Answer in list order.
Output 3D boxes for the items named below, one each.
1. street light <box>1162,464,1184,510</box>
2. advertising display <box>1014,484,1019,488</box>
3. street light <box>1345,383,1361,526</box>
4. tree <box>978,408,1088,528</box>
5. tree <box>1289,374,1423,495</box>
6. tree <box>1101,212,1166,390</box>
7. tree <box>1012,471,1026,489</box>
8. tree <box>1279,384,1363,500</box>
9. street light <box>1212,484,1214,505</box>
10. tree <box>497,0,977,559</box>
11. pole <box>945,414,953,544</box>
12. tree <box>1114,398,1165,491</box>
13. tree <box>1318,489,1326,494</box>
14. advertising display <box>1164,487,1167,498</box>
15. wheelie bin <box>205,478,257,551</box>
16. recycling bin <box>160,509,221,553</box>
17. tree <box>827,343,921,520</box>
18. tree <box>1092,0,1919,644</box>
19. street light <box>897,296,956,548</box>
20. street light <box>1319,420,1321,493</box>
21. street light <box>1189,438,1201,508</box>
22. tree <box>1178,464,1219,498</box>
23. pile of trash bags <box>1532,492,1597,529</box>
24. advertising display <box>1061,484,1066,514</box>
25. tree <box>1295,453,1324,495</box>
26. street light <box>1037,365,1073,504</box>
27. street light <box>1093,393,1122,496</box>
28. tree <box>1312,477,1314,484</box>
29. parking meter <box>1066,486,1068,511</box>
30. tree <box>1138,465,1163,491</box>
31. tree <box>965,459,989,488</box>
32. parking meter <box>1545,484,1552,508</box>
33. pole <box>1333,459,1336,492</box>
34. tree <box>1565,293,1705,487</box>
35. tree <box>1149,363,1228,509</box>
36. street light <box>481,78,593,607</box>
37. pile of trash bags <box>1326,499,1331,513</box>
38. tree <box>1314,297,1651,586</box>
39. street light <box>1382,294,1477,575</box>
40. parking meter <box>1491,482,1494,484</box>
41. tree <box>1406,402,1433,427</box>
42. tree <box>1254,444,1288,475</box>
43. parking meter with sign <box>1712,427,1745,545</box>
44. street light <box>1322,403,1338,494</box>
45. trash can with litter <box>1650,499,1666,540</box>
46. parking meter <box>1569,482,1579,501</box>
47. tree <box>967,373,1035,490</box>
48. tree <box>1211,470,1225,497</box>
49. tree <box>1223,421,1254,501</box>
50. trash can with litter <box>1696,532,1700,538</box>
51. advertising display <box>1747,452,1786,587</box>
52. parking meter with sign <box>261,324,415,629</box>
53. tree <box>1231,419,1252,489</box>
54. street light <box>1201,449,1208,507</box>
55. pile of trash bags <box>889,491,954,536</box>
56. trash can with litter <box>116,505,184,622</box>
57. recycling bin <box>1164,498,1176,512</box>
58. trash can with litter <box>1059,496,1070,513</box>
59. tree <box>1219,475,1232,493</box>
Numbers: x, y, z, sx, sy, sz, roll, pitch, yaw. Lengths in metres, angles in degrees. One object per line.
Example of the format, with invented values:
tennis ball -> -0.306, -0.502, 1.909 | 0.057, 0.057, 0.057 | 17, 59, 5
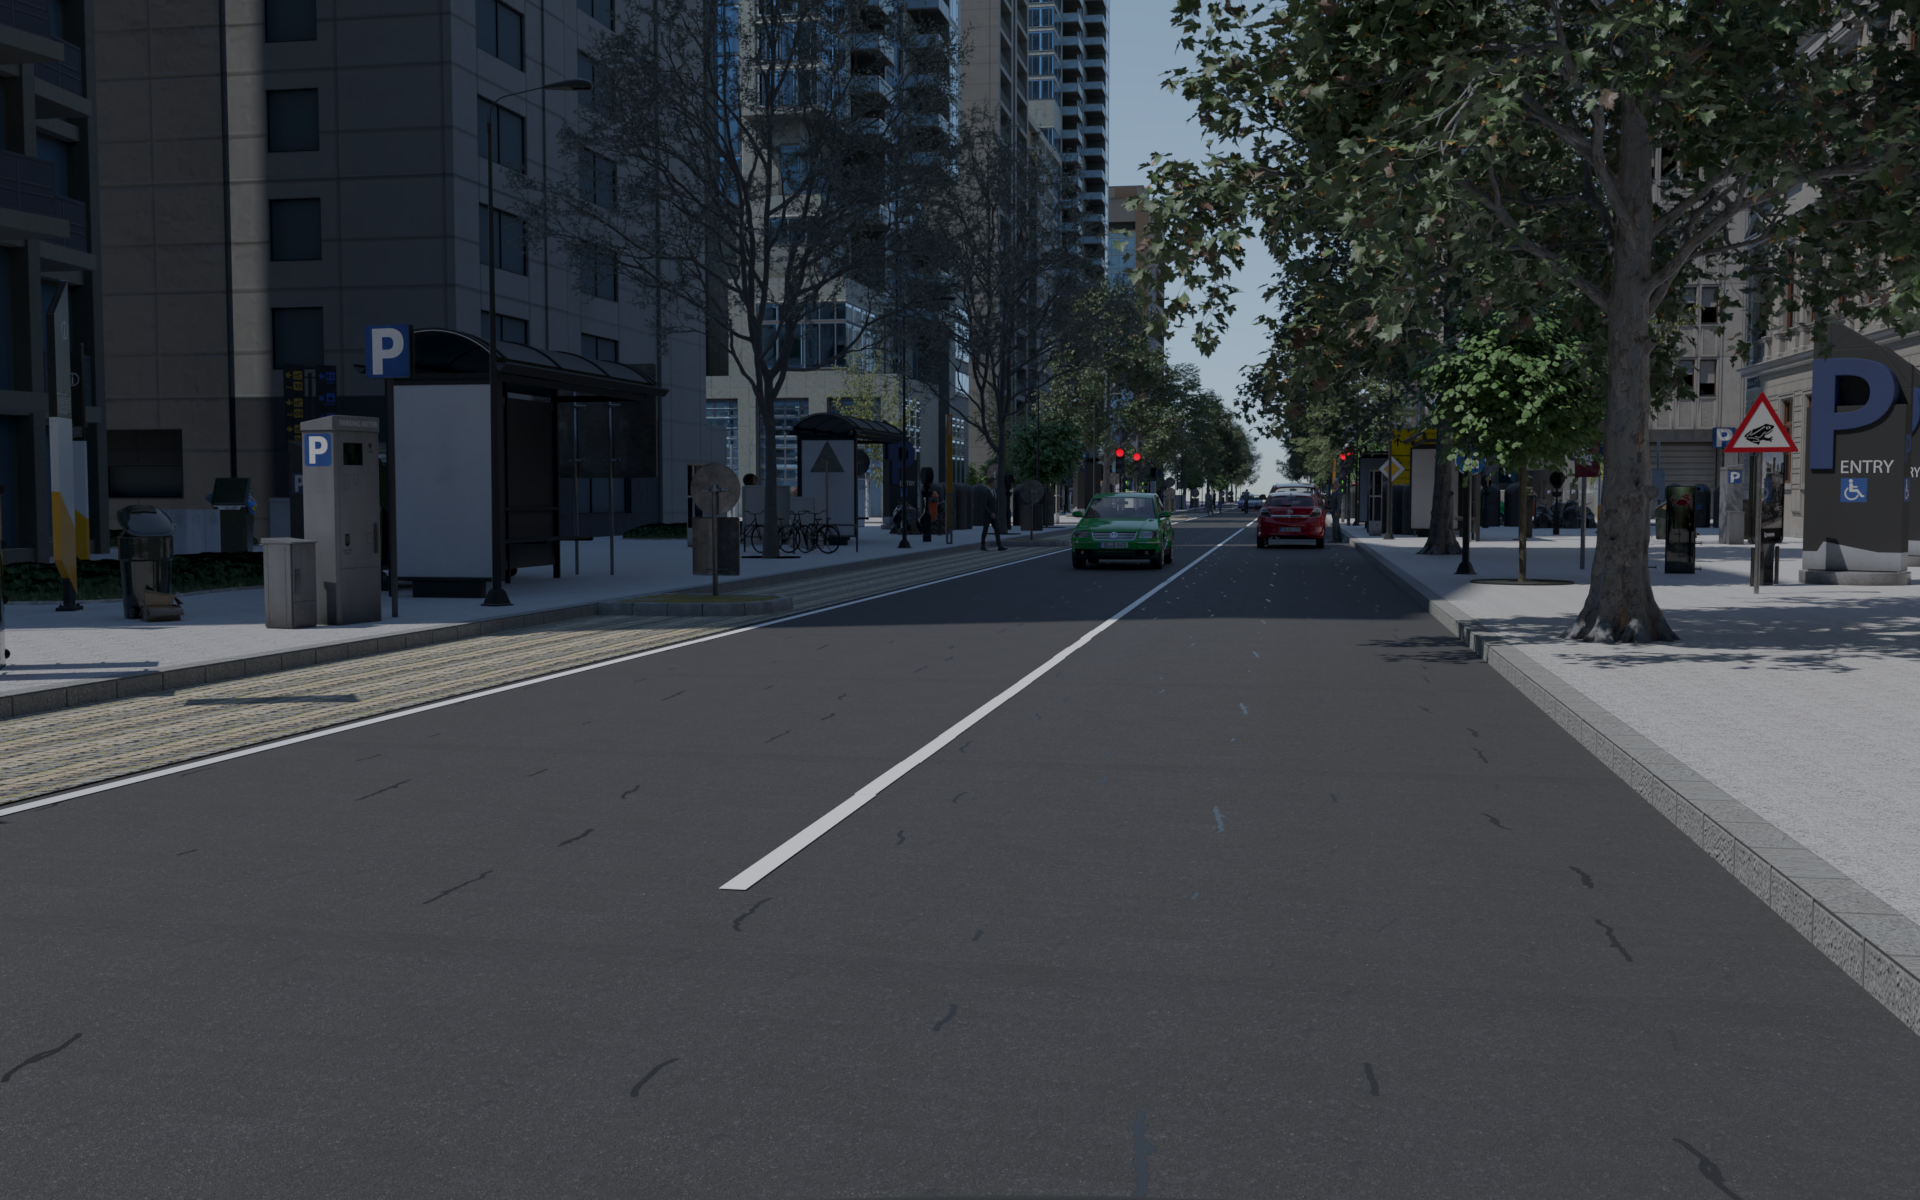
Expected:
street light -> 14.894, -9.169, 122.462 | 1.470, 5.913, 1.316 | 1, 4, 11
advertising display -> 3.688, -6.617, 113.406 | 0.123, 1.923, 0.974 | 1, 4, 15
street light -> 11.565, -4.663, 48.777 | 1.470, 5.913, 1.316 | 1, 4, 11
tree -> 3.253, -5.024, 65.852 | 4.285, 4.588, 4.351 | 0, 3, 0
tree -> 21.391, -10.725, 93.487 | 7.486, 12.596, 7.792 | 0, 3, 0
tree -> 1.191, -8.811, 54.428 | 12.009, 13.543, 11.850 | 0, 3, 0
tree -> 4.247, -7.569, 118.354 | 1.663, 3.219, 1.824 | 0, 3, 0
tree -> 26.173, -11.577, 123.699 | 7.601, 10.594, 8.767 | -1, 4, -15
street light -> 25.203, -12.460, 176.262 | 1.470, 5.913, 1.316 | 1, 4, 11
tree -> -3.766, -7.563, 34.024 | 12.009, 13.543, 11.850 | 0, 3, 0
pole -> -0.281, -3.091, 44.381 | 0.158, 3.312, 0.155 | 0, 3, 0
tree -> 12.460, -10.273, 118.319 | 4.360, 8.622, 3.978 | 0, 3, 0
tree -> 41.671, -12.459, 198.297 | 1.663, 3.219, 1.824 | 0, 3, 0
advertising display -> 16.023, -8.143, 138.358 | 0.974, 1.923, 0.123 | 2, 4, 27
wheelie bin -> -13.958, -1.549, 33.236 | 0.980, 1.594, 0.693 | 0, 4, -8
recycling bin -> -12.752, -0.984, 28.635 | 0.722, 1.027, 0.722 | 1, 4, 22
tree -> -4.296, -8.189, 84.246 | 4.737, 8.622, 4.395 | 0, 3, 0
tree -> 5.961, -5.993, 14.995 | 9.611, 12.733, 9.660 | 0, 3, 0
street light -> -0.785, -4.171, 40.736 | 1.470, 5.913, 1.316 | 1, 4, 11
street light -> 18.985, -7.050, 87.804 | 1.470, 5.913, 1.316 | 1, 4, 11
street light -> 18.934, -10.461, 143.574 | 1.470, 5.913, 1.316 | 1, 4, 11
tree -> 22.805, -11.424, 170.489 | 4.285, 4.588, 4.351 | 0, 3, 0
pile of trash bags -> 22.140, -3.358, 64.650 | 3.447, 1.369, 1.912 | -3, 4, -36
advertising display -> 6.821, -6.633, 113.656 | 0.123, 1.923, 0.974 | -1, 4, -9
tree -> 34.687, -13.258, 167.127 | 4.737, 8.622, 4.395 | 0, 3, 0
street light -> 3.346, -5.485, 62.226 | 1.470, 5.913, 1.316 | 1, 4, 11
street light -> 6.741, -6.563, 79.839 | 1.470, 5.913, 1.316 | 1, 4, 11
tree -> 19.687, -6.036, 82.402 | 4.285, 4.588, 4.351 | 0, 3, 0
parking meter -> 7.717, -7.406, 126.794 | 0.399, 1.863, 0.255 | 2, 4, 26
tree -> 12.356, -7.267, 113.414 | 1.663, 3.219, 1.824 | 0, 3, 0
tree -> 0.679, -6.203, 96.025 | 1.663, 3.219, 1.824 | 0, 3, 0
parking meter -> 33.989, -5.770, 100.052 | 0.399, 1.863, 0.255 | 1, 4, 14
pole -> 21.481, -6.456, 99.406 | 0.158, 3.312, 0.155 | 0, 3, 0
tree -> 22.590, -6.706, 60.013 | 4.737, 8.622, 4.395 | 0, 3, 0
tree -> 19.032, -14.162, 149.675 | 7.486, 12.596, 7.792 | 0, 3, 0
street light -> -4.789, -2.879, 19.616 | 1.470, 5.913, 1.316 | 1, 4, 11
pile of trash bags -> 26.852, -6.692, 119.160 | 1.912, 1.369, 3.447 | -3, 5, -44
tree -> 8.066, -2.519, 24.892 | 4.285, 4.588, 4.351 | 0, 3, 0
street light -> 7.561, -3.371, 27.657 | 1.470, 5.913, 1.316 | 1, 4, 11
parking meter -> 23.145, -4.287, 75.796 | 0.399, 1.863, 0.255 | -2, 4, -32
tree -> 30.964, -10.054, 114.749 | 4.360, 8.622, 3.978 | 0, 3, 0
tree -> 48.888, -19.899, 235.724 | 12.009, 13.543, 11.850 | 0, 3, 0
parking meter with sign -> 19.779, -2.948, 44.453 | 0.543, 3.016, 1.738 | 1, 4, 10
street light -> 15.477, -5.956, 69.914 | 1.470, 5.913, 1.316 | 1, 4, 11
trash can with litter -> 19.568, -2.284, 48.734 | 1.055, 1.170, 0.624 | 1, 4, 23
parking meter -> 30.272, -4.875, 85.410 | 0.399, 1.863, 0.255 | 2, 4, 27
tree -> 2.584, -9.552, 106.531 | 4.737, 8.622, 4.395 | 0, 3, 0
tree -> 30.422, -15.760, 208.032 | 4.737, 8.622, 4.395 | 0, 3, 0
tree -> 49.526, -24.402, 309.339 | 12.009, 13.543, 11.850 | 0, 3, 0
trash can with litter -> 21.104, -2.408, 50.750 | 1.055, 1.170, 0.624 | -1, 4, -20
advertising display -> 11.293, -1.165, 24.259 | 0.974, 1.923, 0.123 | -3, 5, -44
parking meter with sign -> -6.159, -1.278, 17.163 | 0.543, 3.016, 1.738 | 1, 4, 20
tree -> 38.044, -20.241, 249.069 | 7.486, 12.596, 7.792 | 0, 3, 0
street light -> 21.179, -11.153, 154.886 | 1.470, 5.913, 1.316 | 1, 4, 11
pile of trash bags -> -1.112, -2.753, 54.761 | 1.912, 1.369, 3.447 | -1, 4, -10
trash can with litter -> -8.224, -0.390, 17.765 | 0.624, 1.170, 1.055 | -3, 5, -41
recycling bin -> 15.307, -6.985, 126.762 | 0.722, 1.027, 0.722 | 3, 5, 41
trash can with litter -> 7.174, -6.713, 120.817 | 1.678, 1.210, 2.233 | -2, 4, -33
tree -> 34.381, -14.987, 228.748 | 4.285, 4.588, 4.351 | 0, 3, 0
